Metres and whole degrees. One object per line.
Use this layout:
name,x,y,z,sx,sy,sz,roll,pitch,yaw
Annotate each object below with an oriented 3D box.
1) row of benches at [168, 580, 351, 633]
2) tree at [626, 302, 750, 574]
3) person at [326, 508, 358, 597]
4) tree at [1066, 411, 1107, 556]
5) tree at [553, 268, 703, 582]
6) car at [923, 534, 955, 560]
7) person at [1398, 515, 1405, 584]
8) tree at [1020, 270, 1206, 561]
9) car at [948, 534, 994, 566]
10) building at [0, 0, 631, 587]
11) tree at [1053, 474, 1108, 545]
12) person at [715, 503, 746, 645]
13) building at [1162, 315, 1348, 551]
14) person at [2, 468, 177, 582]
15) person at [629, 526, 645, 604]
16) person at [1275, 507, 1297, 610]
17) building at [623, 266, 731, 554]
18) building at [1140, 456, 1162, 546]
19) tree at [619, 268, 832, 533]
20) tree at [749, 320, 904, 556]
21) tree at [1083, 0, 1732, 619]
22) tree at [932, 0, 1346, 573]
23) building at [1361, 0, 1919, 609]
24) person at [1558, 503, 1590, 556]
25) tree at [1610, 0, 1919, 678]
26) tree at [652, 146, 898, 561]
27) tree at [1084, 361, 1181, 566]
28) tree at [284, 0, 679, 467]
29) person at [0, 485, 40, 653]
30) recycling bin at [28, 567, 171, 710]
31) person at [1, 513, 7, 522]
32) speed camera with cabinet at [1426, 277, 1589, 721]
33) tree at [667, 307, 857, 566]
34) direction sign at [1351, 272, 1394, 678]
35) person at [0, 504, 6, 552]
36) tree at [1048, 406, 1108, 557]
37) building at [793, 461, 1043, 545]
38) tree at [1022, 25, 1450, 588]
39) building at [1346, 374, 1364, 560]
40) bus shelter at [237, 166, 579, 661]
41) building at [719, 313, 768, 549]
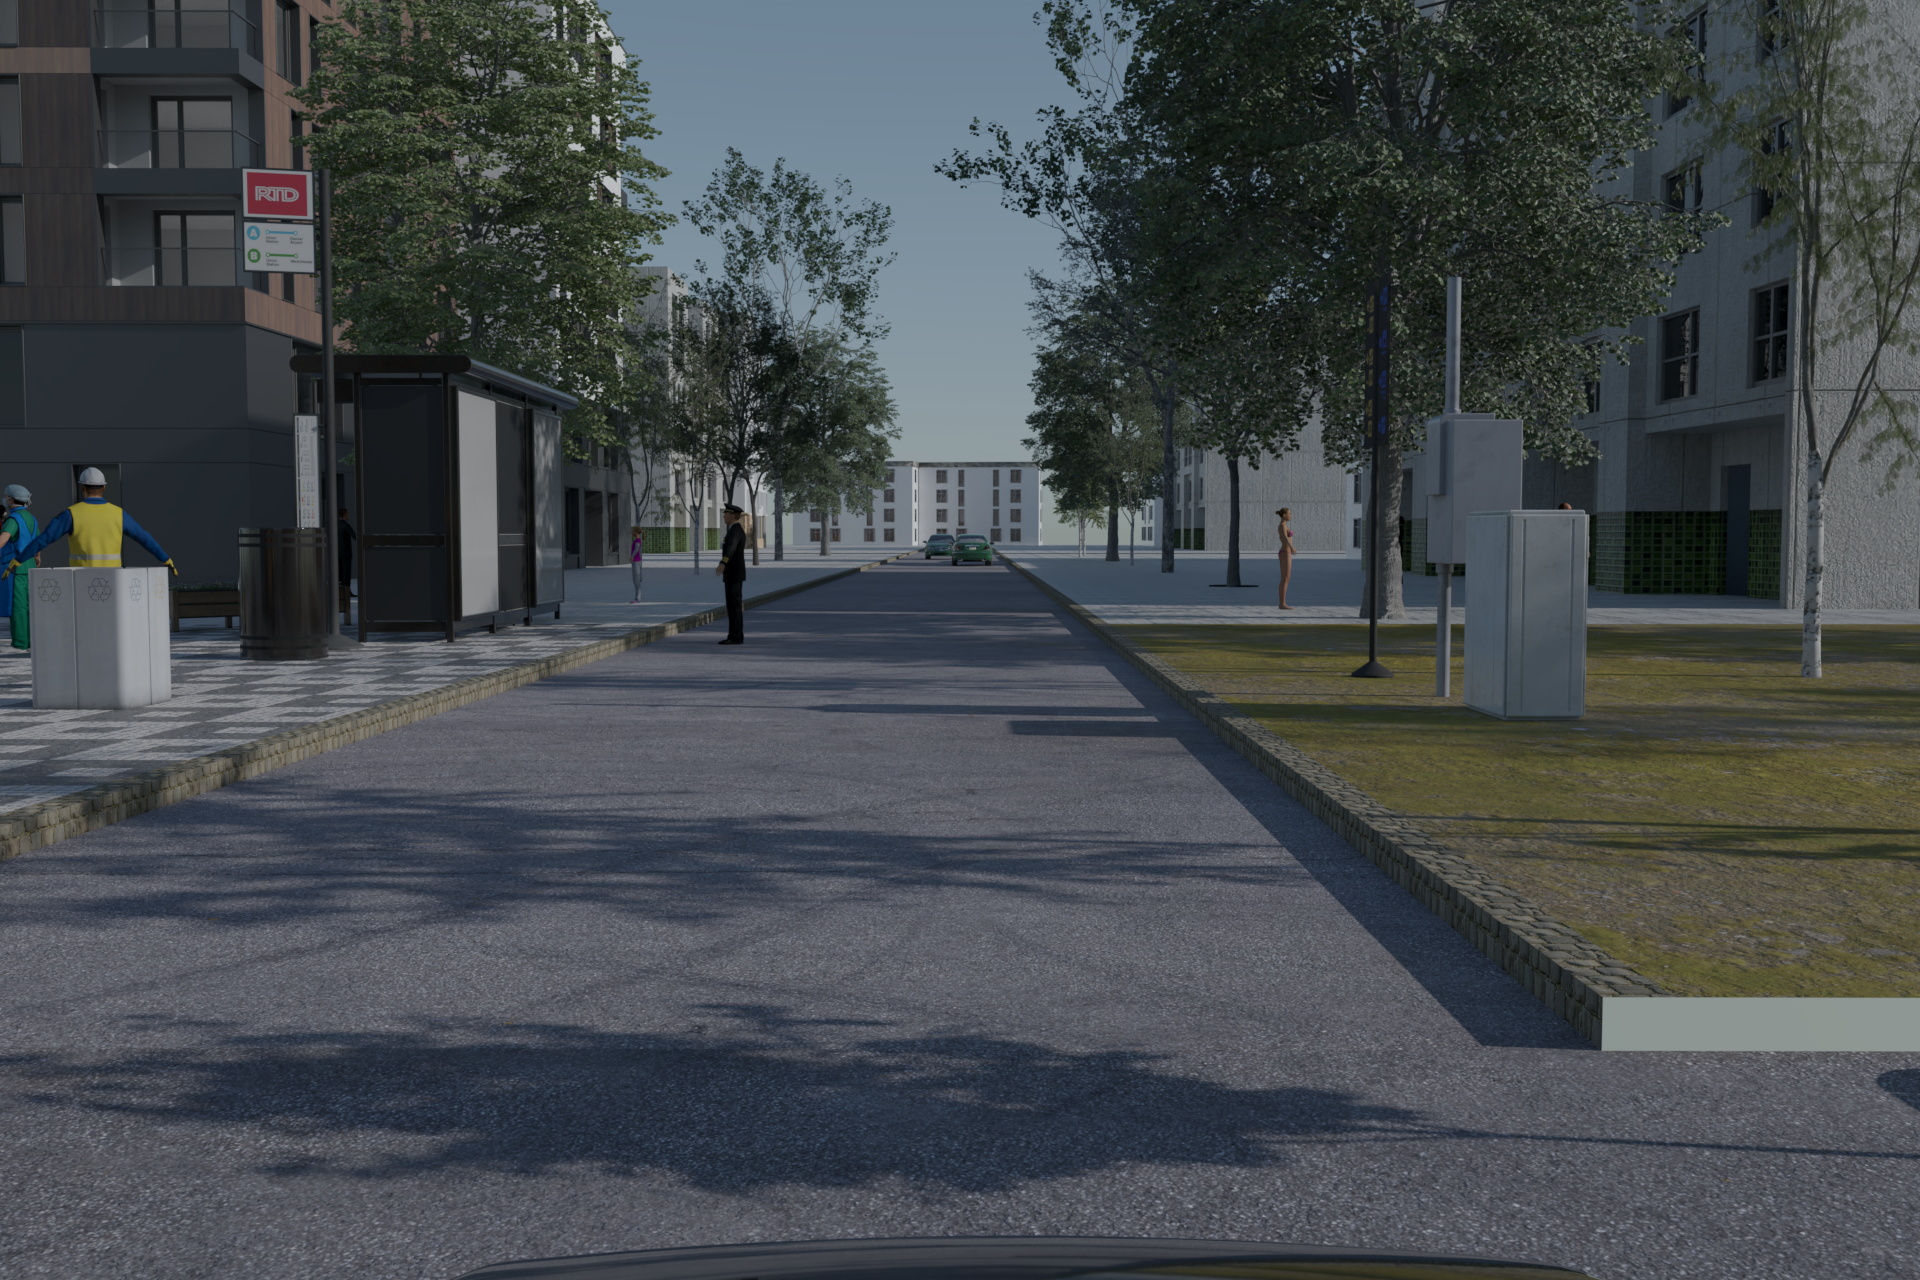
row of benches,-10.152,-0.462,23.009,1.422,0.672,4.104,3,5,41
tree,-8.310,-6.380,54.679,4.360,8.622,3.978,0,3,0
person,-12.454,-1.765,35.085,1.346,1.802,0.704,2,4,33
tree,7.357,-9.314,102.642,4.360,8.622,3.978,0,3,0
tree,-8.512,-5.879,46.482,4.360,8.622,3.978,0,3,0
car,-1.036,-5.301,98.462,2.131,1.459,4.920,0,4,0
person,10.745,-2.206,42.791,0.721,1.740,1.216,1,4,22
tree,7.148,-10.696,81.535,9.857,13.997,8.962,0,3,0
car,0.525,-4.107,78.946,2.131,1.459,4.920,0,4,-1
building,-27.899,-13.067,57.623,27.936,21.610,32.646,0,4,-1
tree,14.551,-17.326,201.405,7.486,12.596,7.792,0,3,0
person,-2.972,-0.864,22.523,0.705,1.837,1.347,0,4,0
building,27.254,-17.166,147.128,16.747,18.905,31.486,0,4,1
person,-7.234,-0.520,14.478,1.349,1.833,0.705,-3,5,-39
person,-6.034,-1.388,31.956,0.599,1.433,0.991,-1,4,-9
person,5.610,-1.388,29.492,0.721,1.733,1.217,0,4,6
building,-27.680,-16.144,130.414,16.747,18.905,31.486,0,4,0
building,24.595,-14.536,179.815,9.099,9.664,28.070,0,3,0
tree,-8.425,-7.795,61.856,8.767,10.594,7.601,1,4,8
tree,-8.010,-11.941,101.882,9.857,13.997,8.962,0,3,0
tree,6.520,-7.304,26.082,9.857,13.997,8.962,0,3,0
tree,5.576,-12.346,57.741,12.611,20.169,13.585,0,3,0
building,22.496,-10.901,44.695,16.747,18.905,31.486,0,3,0
person,10.011,-1.370,28.669,1.348,1.796,0.705,-3,5,-44
tree,7.511,-3.983,15.487,4.360,8.622,3.978,0,3,0
tree,-8.967,-13.973,84.349,12.611,20.169,13.585,0,3,0
tree,6.932,-7.299,69.709,4.360,8.622,3.978,0,3,0
tree,-8.732,-6.937,31.544,7.486,12.596,7.792,0,3,0
person,-10.257,-0.776,18.812,0.704,1.817,1.347,0,4,-5
recycling bin,-6.422,-0.025,12.959,0.722,1.027,0.722,0,4,2
person,-21.444,-2.018,38.781,1.354,1.856,0.705,1,4,14
speed camera with cabinet,4.003,-1.127,12.765,0.660,3.252,2.038,0,4,0
tree,-8.250,-8.320,70.444,8.767,10.594,7.601,0,4,4
direction sign,3.714,-1.436,15.479,0.379,3.537,0.876,0,4,1
person,-17.561,-1.561,31.671,1.345,1.843,0.704,0,4,6
tree,6.864,-8.897,95.825,4.737,8.622,4.395,0,3,0
building,-4.671,-15.585,199.423,28.070,9.664,9.099,1,4,8
tree,6.624,-8.018,41.469,12.009,13.543,11.850,0,3,0
building,24.229,-8.129,75.049,9.099,9.664,28.070,0,4,0
bus shelter,-6.788,-2.697,21.731,2.179,5.291,8.768,0,4,-1
building,-23.050,-17.898,149.047,16.016,20.090,11.380,0,4,0
